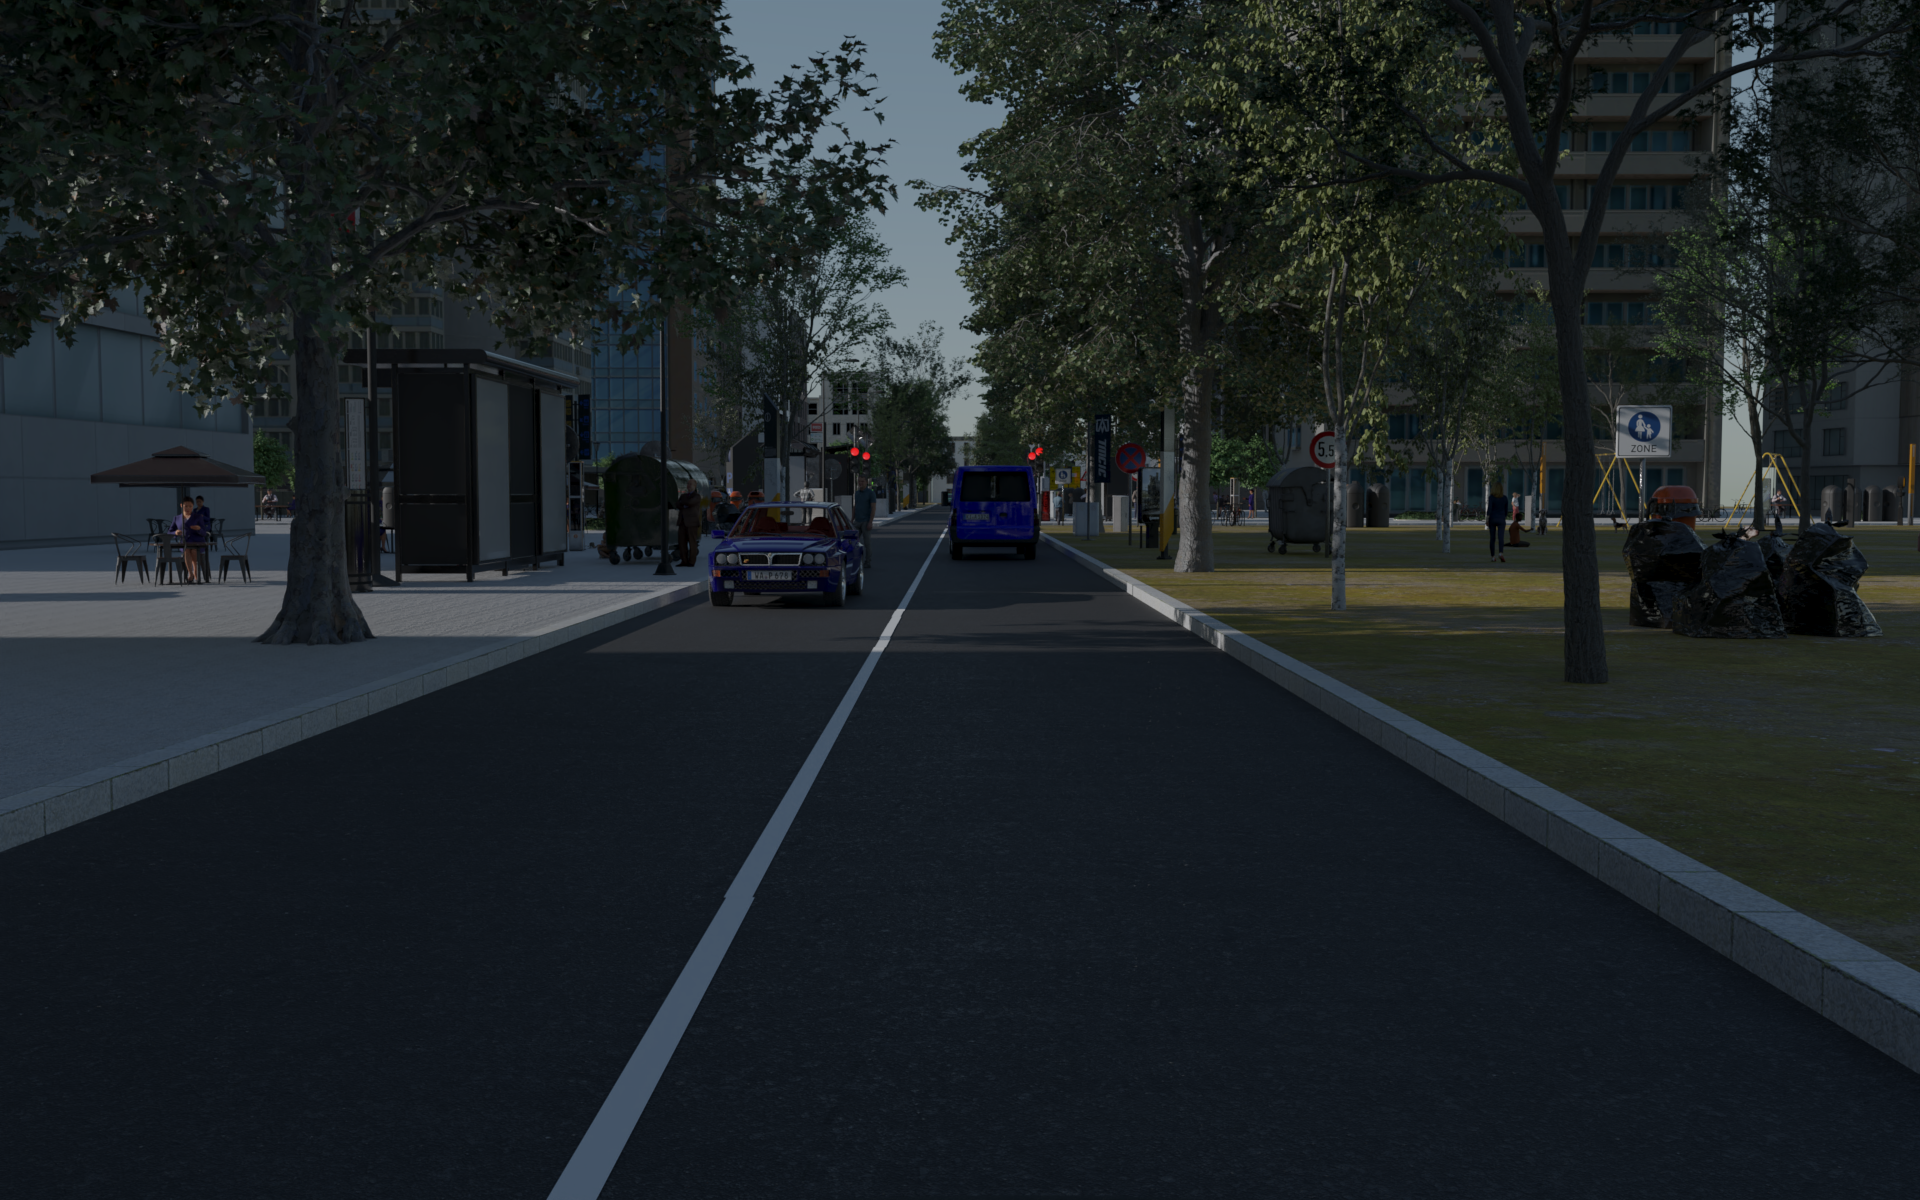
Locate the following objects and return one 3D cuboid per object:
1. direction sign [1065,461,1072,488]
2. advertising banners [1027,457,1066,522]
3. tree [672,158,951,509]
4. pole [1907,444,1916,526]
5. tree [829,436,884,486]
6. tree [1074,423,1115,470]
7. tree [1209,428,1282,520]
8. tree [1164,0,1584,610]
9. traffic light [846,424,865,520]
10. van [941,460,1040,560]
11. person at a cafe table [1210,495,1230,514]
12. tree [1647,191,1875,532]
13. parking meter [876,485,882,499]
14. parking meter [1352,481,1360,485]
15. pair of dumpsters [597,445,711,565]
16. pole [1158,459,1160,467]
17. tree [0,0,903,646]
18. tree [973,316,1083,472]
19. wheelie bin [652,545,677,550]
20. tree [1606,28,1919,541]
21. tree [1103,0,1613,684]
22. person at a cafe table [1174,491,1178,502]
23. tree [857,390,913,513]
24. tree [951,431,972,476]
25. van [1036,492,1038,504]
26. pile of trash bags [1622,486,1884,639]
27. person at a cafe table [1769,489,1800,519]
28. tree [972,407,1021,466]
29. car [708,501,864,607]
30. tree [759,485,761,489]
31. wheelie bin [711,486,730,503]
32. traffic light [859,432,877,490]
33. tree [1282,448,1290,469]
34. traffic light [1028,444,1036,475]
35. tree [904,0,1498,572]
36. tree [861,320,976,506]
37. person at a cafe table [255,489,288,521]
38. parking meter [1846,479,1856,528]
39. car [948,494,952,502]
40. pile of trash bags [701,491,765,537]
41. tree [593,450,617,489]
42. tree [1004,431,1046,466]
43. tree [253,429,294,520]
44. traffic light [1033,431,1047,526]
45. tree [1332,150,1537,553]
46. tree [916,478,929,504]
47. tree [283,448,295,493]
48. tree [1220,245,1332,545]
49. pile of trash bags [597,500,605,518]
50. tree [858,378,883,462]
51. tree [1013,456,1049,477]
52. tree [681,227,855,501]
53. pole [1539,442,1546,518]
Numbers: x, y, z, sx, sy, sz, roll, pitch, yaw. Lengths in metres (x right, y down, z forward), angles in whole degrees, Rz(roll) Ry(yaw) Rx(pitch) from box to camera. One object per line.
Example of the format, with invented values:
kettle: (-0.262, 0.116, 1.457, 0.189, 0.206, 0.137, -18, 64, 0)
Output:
direction sign: (7.437, -7.749, 118.693, 0.379, 3.537, 0.876, -2, 4, -28)
advertising banners: (4.048, -5.204, 81.270, 2.074, 3.025, 0.090, 2, 4, 30)
tree: (-5.381, -7.825, 53.698, 9.928, 11.665, 9.643, 0, 3, 0)
pole: (38.823, -4.698, 70.651, 0.158, 3.312, 0.155, 0, 3, 0)
tree: (-5.625, -6.476, 89.594, 4.285, 4.588, 4.351, 0, 3, 0)
tree: (12.094, -12.263, 150.860, 4.360, 8.622, 3.978, 0, 3, 0)
tree: (12.737, -6.241, 85.752, 4.285, 4.588, 4.351, 0, 3, 0)
tree: (4.433, -4.192, 18.901, 4.737, 8.622, 4.395, 0, 3, 0)
traffic light: (-4.201, -4.950, 69.847, 0.839, 4.253, 0.868, 0, 4, 0)
van: (0.705, -2.150, 39.533, 2.240, 2.365, 5.245, 0, 4, -1)
person at a cafe table: (16.720, -6.134, 111.150, 1.726, 1.238, 1.698, 0, 4, 4)
tree: (27.470, -8.187, 59.620, 9.928, 11.665, 9.643, 0, 3, 0)
parking meter: (-5.178, -6.425, 110.757, 0.399, 1.863, 0.255, 0, 4, -5)
parking meter: (17.763, -4.404, 77.718, 0.255, 1.863, 0.399, 2, 4, 32)
pair of dumpsters: (-5.845, -1.884, 33.299, 1.574, 2.255, 4.437, 0, 3, 0)
pole: (8.180, -4.689, 70.508, 0.158, 3.312, 0.155, 0, 3, 0)
tree: (-5.597, -5.989, 14.936, 9.611, 12.733, 9.660, 0, 3, 0)
tree: (4.241, -11.307, 103.001, 7.486, 12.596, 7.792, 0, 3, 0)
wheelie bin: (-6.654, -1.951, 39.815, 0.980, 1.594, 0.693, -3, 4, -37)
tree: (22.934, -8.348, 46.860, 12.009, 13.543, 11.850, 0, 3, 0)
tree: (4.333, -4.737, 11.862, 8.767, 10.594, 7.601, 0, 4, 5)
person at a cafe table: (14.009, -6.566, 115.876, 1.622, 1.524, 1.698, 0, 4, 1)
tree: (-4.968, -10.188, 116.929, 4.737, 8.622, 4.395, 0, 3, 0)
tree: (-4.467, -15.137, 164.490, 9.611, 12.733, 9.660, 0, 3, 0)
van: (1.135, -2.768, 49.643, 2.240, 2.365, 5.245, 0, 4, 2)
pile of trash bags: (7.455, -0.441, 16.961, 1.912, 1.369, 3.447, 0, 4, 3)
person at a cafe table: (43.383, -5.061, 91.263, 1.698, 1.524, 1.622, -1, 4, -18)
tree: (4.449, -19.054, 228.539, 9.611, 12.733, 9.660, 0, 3, 0)
car: (-2.284, -0.656, 23.313, 1.945, 1.354, 3.894, 0, 4, 2)
tree: (-18.025, -9.622, 151.925, 1.663, 3.219, 1.824, 0, 3, 0)
wheelie bin: (-9.089, -3.524, 65.523, 0.693, 1.594, 0.980, -3, 5, -40)
traffic light: (-4.173, -5.438, 77.832, 0.839, 4.253, 0.868, 0, 4, 0)
tree: (16.023, -6.696, 93.199, 4.285, 4.588, 4.351, 0, 3, 0)
traffic light: (3.209, -5.437, 77.822, 0.839, 4.253, 0.868, 0, 4, 0)
tree: (3.999, -7.439, 28.279, 9.857, 13.997, 8.962, 0, 3, 0)
tree: (-3.525, -20.198, 186.126, 12.611, 20.169, 13.585, 0, 3, 0)
person at a cafe table: (-32.663, -4.481, 81.774, 1.698, 1.524, 1.622, -1, 4, -10)
parking meter: (33.862, -3.676, 65.819, 0.255, 1.863, 0.399, 2, 4, 32)
car: (-1.308, -12.774, 217.643, 1.959, 1.807, 4.718, 0, 3, 0)
pile of trash bags: (-7.900, -2.821, 55.870, 3.447, 1.369, 1.912, 1, 4, 11)
tree: (-26.365, -9.010, 131.022, 4.285, 4.588, 4.351, 0, 3, 0)
tree: (5.177, -11.793, 143.175, 4.737, 8.622, 4.395, 0, 3, 0)
tree: (-34.224, -6.198, 85.044, 4.285, 4.588, 4.351, 0, 3, 0)
traffic light: (3.181, -4.949, 69.837, 0.839, 4.253, 0.868, 0, 4, 0)
tree: (10.629, -5.352, 37.874, 4.360, 8.622, 3.978, 0, 3, 0)
tree: (-5.339, -14.475, 220.372, 4.285, 4.588, 4.351, 0, 3, 0)
tree: (-23.800, -4.169, 62.758, 1.663, 3.219, 1.824, 0, 3, 0)
tree: (8.209, -5.710, 43.719, 4.360, 8.622, 3.978, 0, 3, 0)
pile of trash bags: (-15.424, -4.263, 79.449, 1.912, 1.369, 3.447, 0, 4, 5)
tree: (-4.853, -11.869, 128.462, 7.601, 10.594, 8.767, -1, 4, -23)
tree: (5.084, -8.938, 129.856, 4.285, 4.588, 4.351, 0, 3, 0)
tree: (-4.988, -5.867, 46.282, 4.360, 8.622, 3.978, 0, 3, 0)
pole: (22.787, -4.518, 67.717, 0.158, 3.312, 0.155, 0, 3, 0)
